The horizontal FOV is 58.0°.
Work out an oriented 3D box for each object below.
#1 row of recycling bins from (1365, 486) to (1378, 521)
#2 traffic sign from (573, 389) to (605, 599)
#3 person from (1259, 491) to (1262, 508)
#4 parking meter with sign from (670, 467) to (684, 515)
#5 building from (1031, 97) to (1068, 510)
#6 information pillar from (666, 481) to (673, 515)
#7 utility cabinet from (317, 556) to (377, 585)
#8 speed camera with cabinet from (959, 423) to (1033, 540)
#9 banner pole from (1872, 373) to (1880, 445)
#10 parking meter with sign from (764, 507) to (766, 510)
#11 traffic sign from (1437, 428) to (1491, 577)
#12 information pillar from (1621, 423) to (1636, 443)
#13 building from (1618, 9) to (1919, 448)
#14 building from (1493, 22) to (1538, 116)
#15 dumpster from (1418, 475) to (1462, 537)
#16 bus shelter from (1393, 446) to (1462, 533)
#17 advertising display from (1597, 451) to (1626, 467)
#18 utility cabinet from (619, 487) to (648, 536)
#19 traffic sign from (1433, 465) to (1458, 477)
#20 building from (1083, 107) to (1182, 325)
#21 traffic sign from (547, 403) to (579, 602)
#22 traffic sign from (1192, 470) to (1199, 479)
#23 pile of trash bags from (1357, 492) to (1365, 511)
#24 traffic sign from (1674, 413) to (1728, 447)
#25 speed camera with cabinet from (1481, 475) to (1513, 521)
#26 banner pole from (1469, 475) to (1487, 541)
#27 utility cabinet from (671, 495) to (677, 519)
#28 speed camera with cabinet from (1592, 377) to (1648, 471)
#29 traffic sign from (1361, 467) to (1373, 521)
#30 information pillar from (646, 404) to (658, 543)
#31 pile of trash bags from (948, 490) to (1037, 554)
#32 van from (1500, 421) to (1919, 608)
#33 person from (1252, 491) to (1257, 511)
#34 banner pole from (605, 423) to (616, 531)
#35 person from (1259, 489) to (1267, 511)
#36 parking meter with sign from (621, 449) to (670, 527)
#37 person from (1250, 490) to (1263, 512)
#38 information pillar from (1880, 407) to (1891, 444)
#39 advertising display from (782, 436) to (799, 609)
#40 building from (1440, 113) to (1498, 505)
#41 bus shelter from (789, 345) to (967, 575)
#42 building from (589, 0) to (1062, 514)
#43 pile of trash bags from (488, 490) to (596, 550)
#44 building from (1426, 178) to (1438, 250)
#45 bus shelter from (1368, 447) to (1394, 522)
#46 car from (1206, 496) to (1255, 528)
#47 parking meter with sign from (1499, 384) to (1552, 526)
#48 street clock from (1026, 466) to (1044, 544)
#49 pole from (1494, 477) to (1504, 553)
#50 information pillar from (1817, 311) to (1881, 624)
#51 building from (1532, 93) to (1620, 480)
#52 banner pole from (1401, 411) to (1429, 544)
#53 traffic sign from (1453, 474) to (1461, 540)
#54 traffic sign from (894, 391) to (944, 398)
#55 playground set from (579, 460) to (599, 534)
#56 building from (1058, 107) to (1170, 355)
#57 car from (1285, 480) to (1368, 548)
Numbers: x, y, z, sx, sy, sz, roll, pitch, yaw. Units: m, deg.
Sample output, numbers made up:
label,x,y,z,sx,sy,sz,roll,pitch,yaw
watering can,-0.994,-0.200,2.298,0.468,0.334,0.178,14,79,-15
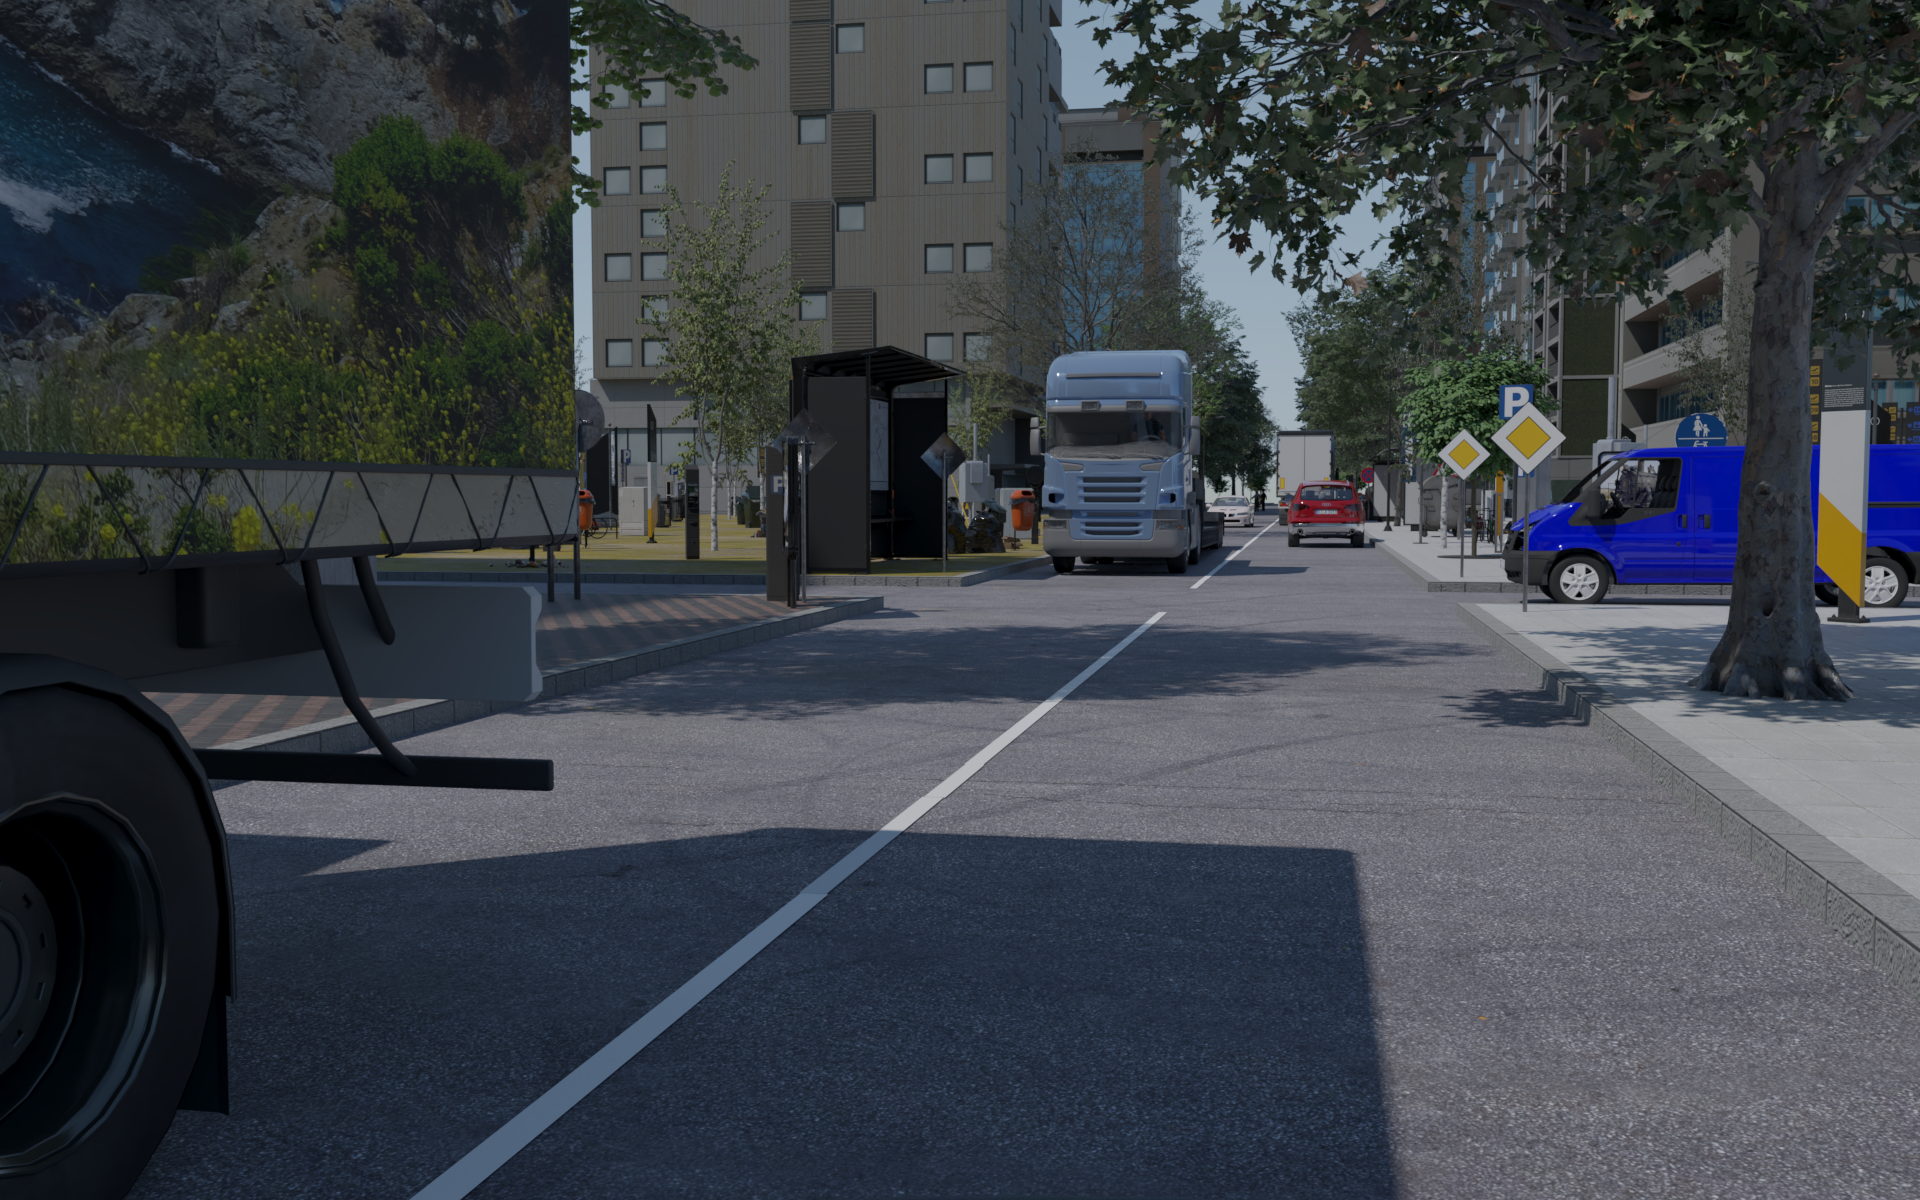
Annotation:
label,x,y,z,sx,sy,sz,roll,pitch,yaw
row of recycling bins,20.381,-4.762,84.966,1.069,1.692,3.534,1,4,16
traffic sign,-4.672,-1.282,21.061,0.768,2.556,0.104,1,4,18
person,30.728,-10.220,176.125,0.750,1.759,0.617,1,4,11
parking meter with sign,-17.382,-6.772,106.977,0.543,3.016,1.738,-2,4,-29
building,-4.783,-27.750,145.600,32.217,40.220,23.993,1,4,11
information pillar,-16.597,-5.780,98.996,0.304,2.012,0.304,0,4,8
utility cabinet,-6.203,-0.367,17.156,0.306,1.237,1.020,1,4,18
speed camera with cabinet,1.024,-3.327,48.733,2.038,3.252,0.660,-1,4,-19
banner pole,18.671,-2.803,35.845,0.863,3.779,0.401,0,4,3
parking meter with sign,-5.777,-3.829,58.863,1.738,3.016,0.543,1,4,14
traffic sign,7.723,-1.404,26.600,0.795,2.450,0.064,1,4,11
information pillar,21.866,-4.001,56.775,0.504,3.616,0.183,1,4,15
building,38.312,-27.007,65.264,21.300,48.544,21.600,1,4,11
building,55.777,-32.065,143.873,23.786,49.044,30.456,1,4,11
dumpster,14.401,-2.817,51.818,1.264,1.857,1.865,1,4,11
bus shelter,15.513,-3.851,56.880,2.014,3.302,5.546,1,4,11
advertising display,10.037,-1.266,25.907,0.974,1.923,0.123,1,4,16
utility cabinet,-9.984,-2.722,53.175,1.173,1.500,0.318,3,5,40
traffic sign,15.090,-3.285,53.714,0.884,2.594,0.081,1,4,15
building,16.485,-39.865,241.035,28.713,52.752,27.495,1,4,11
traffic sign,-4.879,-1.252,20.579,0.768,2.556,0.104,1,4,16
traffic sign,12.258,-5.600,91.659,0.768,2.556,0.104,1,4,14
pile of trash bags,22.867,-5.366,97.489,1.912,1.369,3.447,2,4,28
traffic sign,11.609,-1.657,27.201,0.768,2.556,0.104,1,4,19
speed camera with cabinet,25.609,-5.385,82.379,2.038,3.252,0.660,-3,5,-41
banner pole,14.102,-3.487,47.026,0.863,3.779,0.401,-3,4,-38
utility cabinet,-15.080,-4.904,91.339,0.306,1.237,1.020,0,4,-8
speed camera with cabinet,11.441,-2.107,28.792,0.660,3.252,2.038,-1,4,-21
traffic sign,19.559,-5.064,82.902,0.768,2.556,0.104,1,4,14
information pillar,-8.014,-3.286,45.088,0.183,3.616,0.504,1,4,11
pile of trash bags,0.287,-1.740,38.200,3.447,1.369,1.912,-3,4,-38
van,9.628,-1.077,21.988,5.245,2.365,2.240,1,4,13
person,25.291,-8.508,148.390,0.721,1.735,1.217,-1,4,-13
banner pole,-12.196,-4.323,60.700,0.401,3.779,0.863,-2,4,-26
person,25.127,-8.290,143.674,0.705,1.869,1.348,3,5,43
parking meter with sign,-12.298,-4.350,67.384,1.738,3.016,0.543,2,4,24
person,23.830,-7.953,139.258,1.217,1.736,0.721,3,5,41
information pillar,22.419,-3.117,42.312,0.504,3.616,0.183,3,5,45
advertising display,-1.938,-0.891,19.781,0.123,1.923,0.974,-1,4,-9
building,63.187,-33.712,201.297,14.600,45.320,14.200,1,4,11
bus shelter,-1.324,-2.404,30.587,1.731,3.624,6.357,1,4,11
building,-7.775,-32.436,119.575,28.713,52.752,27.495,1,4,11
pile of trash bags,-10.229,-1.890,40.654,3.447,1.369,1.912,0,4,7
building,74.278,-37.735,236.575,23.786,49.044,30.456,1,4,11
bus shelter,19.409,-5.123,77.690,2.014,3.302,5.546,1,4,11
car,11.794,-3.854,75.371,2.083,1.381,4.827,1,4,12
parking meter with sign,9.390,-1.963,28.351,0.543,3.016,1.738,3,4,38
street clock,1.916,-2.425,44.221,0.471,2.002,0.358,0,4,4
pole,11.739,-2.679,37.643,0.158,3.312,0.155,0,3,0
information pillar,8.845,-1.586,17.283,0.183,3.616,0.504,-2,4,-30
building,49.121,-41.575,118.007,20.563,71.187,20.611,1,4,11
banner pole,11.750,-3.352,44.824,0.401,3.779,0.863,-3,5,-42
traffic sign,13.984,-2.959,48.489,0.768,2.556,0.104,1,4,14
traffic sign,-1.381,-2.491,34.596,2.265,3.308,0.079,1,4,17
playground set,-14.142,-4.241,56.115,5.302,4.214,5.637,1,4,10
building,17.275,-33.931,204.874,14.600,45.320,14.200,1,4,11
car,10.145,-2.407,48.033,2.281,1.827,5.304,1,4,12
